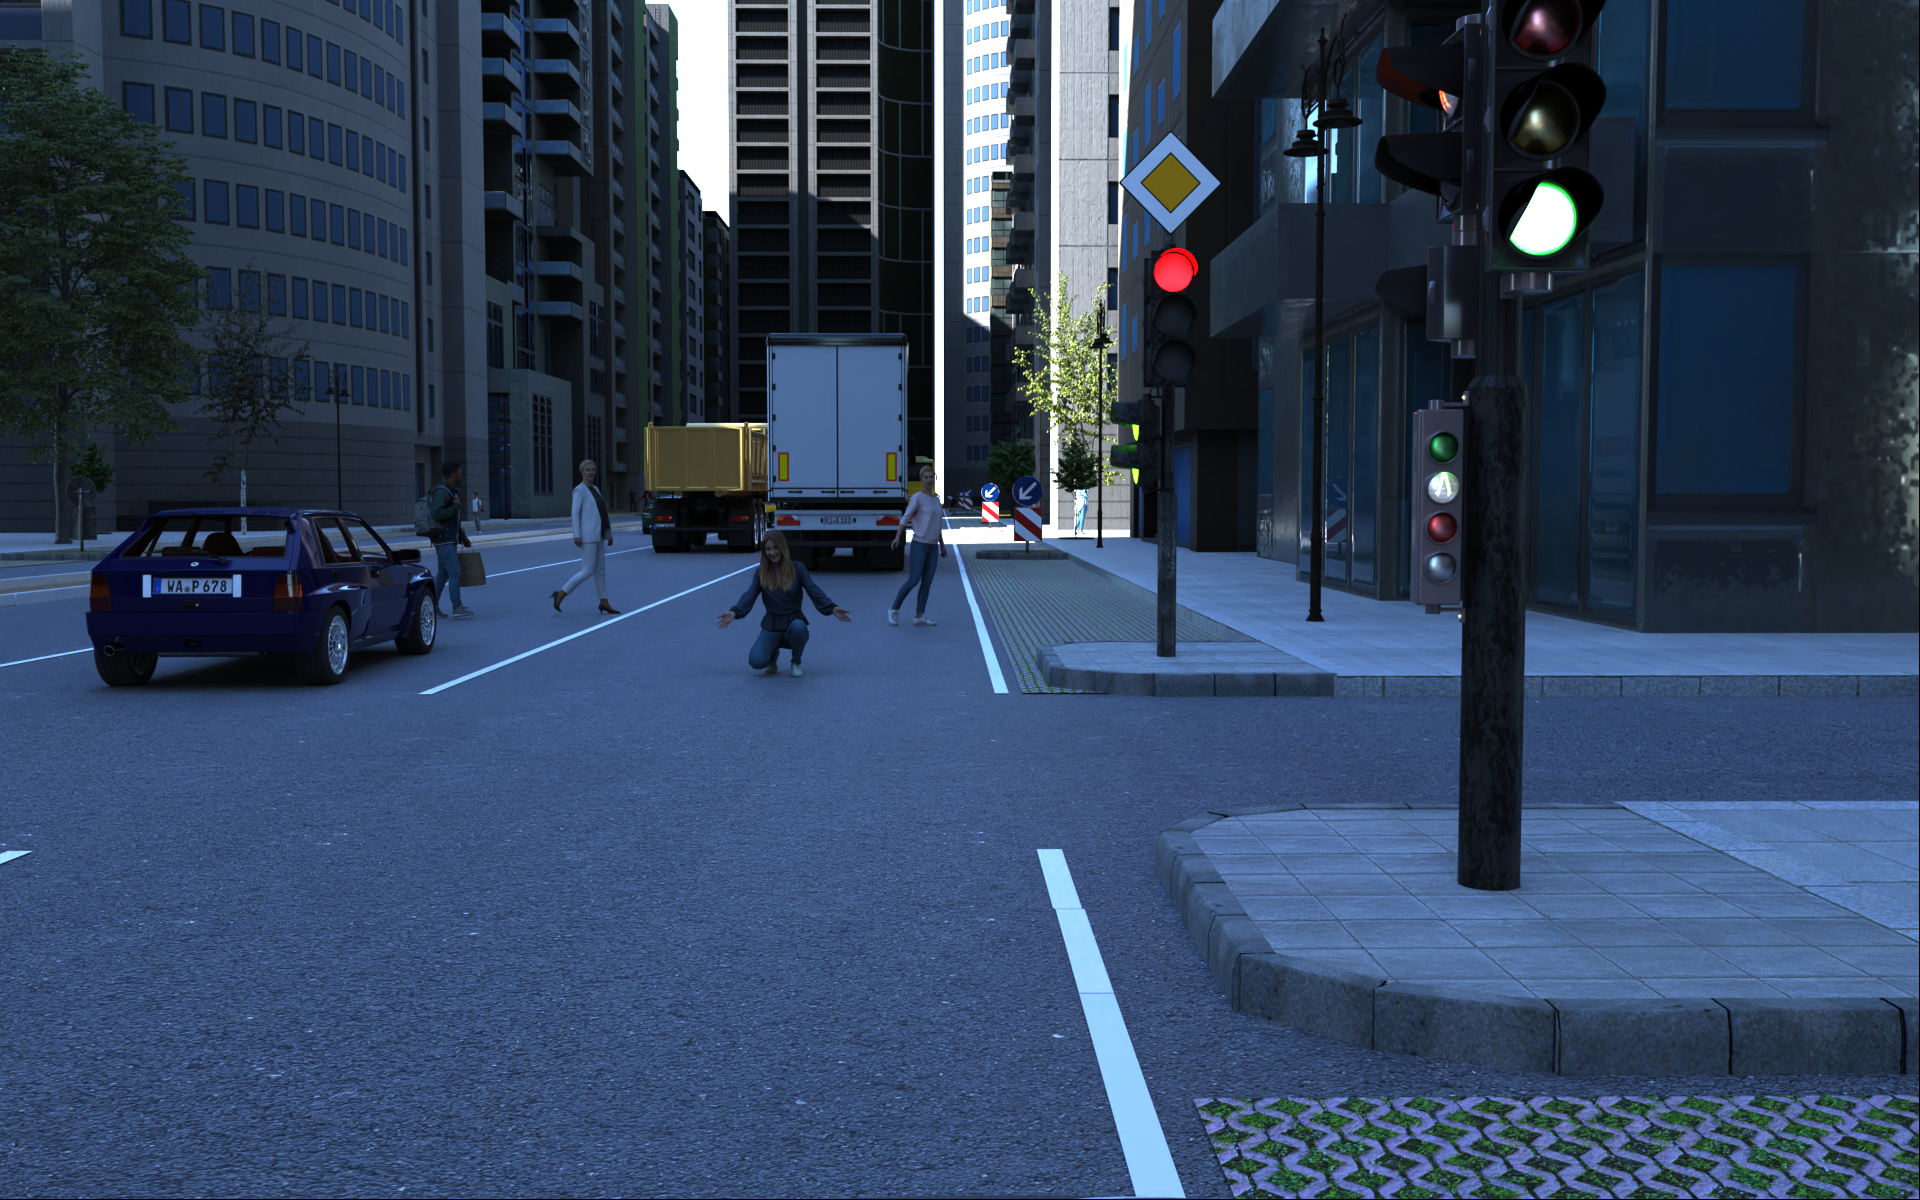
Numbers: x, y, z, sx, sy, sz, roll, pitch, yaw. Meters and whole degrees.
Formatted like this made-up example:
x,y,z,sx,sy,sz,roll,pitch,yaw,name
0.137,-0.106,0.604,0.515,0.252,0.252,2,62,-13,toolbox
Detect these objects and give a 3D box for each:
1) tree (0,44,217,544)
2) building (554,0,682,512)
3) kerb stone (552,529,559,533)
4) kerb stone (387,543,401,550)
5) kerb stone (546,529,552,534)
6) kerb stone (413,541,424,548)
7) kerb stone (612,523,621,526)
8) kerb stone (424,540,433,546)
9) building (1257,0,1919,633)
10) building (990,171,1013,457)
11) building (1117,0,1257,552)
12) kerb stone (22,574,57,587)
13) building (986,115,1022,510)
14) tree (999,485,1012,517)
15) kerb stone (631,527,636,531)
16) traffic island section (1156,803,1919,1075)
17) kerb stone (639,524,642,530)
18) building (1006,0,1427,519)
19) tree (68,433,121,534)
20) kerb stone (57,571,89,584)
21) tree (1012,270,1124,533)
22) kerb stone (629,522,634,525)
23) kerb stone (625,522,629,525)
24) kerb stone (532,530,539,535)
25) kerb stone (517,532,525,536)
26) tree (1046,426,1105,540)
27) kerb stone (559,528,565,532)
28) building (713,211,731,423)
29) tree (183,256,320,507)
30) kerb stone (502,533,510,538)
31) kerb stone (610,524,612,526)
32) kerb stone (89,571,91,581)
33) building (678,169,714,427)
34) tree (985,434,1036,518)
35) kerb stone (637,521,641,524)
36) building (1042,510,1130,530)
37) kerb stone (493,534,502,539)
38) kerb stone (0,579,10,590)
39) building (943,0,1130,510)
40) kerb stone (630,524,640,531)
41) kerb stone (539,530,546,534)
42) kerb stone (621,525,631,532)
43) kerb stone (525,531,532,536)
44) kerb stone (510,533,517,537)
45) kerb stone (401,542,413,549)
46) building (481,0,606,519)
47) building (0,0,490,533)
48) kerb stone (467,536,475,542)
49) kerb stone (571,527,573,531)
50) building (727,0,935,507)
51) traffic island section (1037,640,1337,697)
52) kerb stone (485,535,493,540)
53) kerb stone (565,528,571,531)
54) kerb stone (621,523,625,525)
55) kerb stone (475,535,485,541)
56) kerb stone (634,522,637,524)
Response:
x,y,z,sx,sy,sz,roll,pitch,yaw,name
-22.996,-7.741,44.697,7.486,12.596,7.792,0,3,0,tree
-30.662,-27.922,140.122,14.154,41.232,14.086,0,4,-1,building
-14.810,-2.478,62.771,0.120,0.150,1.000,0,4,-1,kerb stone
-14.580,-1.351,44.292,0.120,0.150,1.000,0,4,-1,kerb stone
-14.800,-2.415,61.743,0.120,0.150,1.000,0,4,-1,kerb stone
-14.607,-1.476,46.336,0.120,0.150,1.000,0,4,-1,kerb stone
-14.953,-3.230,75.080,0.120,0.150,1.000,0,4,-1,kerb stone
-14.626,-1.535,47.361,0.120,0.150,1.000,0,4,-1,kerb stone
18.915,-24.742,24.141,30.456,49.044,23.786,0,4,-1,building
9.679,-23.610,157.721,14.160,30.474,14.107,0,4,-1,building
11.695,-24.069,43.646,14.600,45.320,14.200,0,4,-1,building
-14.369,-0.285,26.860,0.120,0.150,1.000,0,4,-1,kerb stone
12.687,-42.871,139.187,20.563,71.187,20.611,0,4,-1,building
2.805,-6.367,98.698,1.663,3.219,1.824,0,3,0,tree
-12.749,-2.732,66.856,0.120,0.150,1.000,0,4,-1,kerb stone
1.752,1.013,5.717,2.009,0.180,2.903,0,4,-1,traffic island section
-12.775,-2.857,68.911,0.120,0.150,1.000,0,4,-1,kerb stone
14.437,-30.257,114.318,23.786,49.044,30.456,0,4,-1,building
-27.874,-3.730,55.592,1.663,3.219,1.824,0,3,0,tree
-14.379,-0.348,27.882,0.120,0.150,1.000,0,4,-1,kerb stone
3.807,-6.492,56.507,4.737,8.622,4.395,0,3,0,tree
-14.994,-3.422,78.148,0.120,0.150,1.000,0,4,-1,kerb stone
-14.984,-3.360,77.125,0.120,0.150,1.000,0,4,-1,kerb stone
-14.764,-2.293,59.693,0.120,0.150,1.000,0,4,-1,kerb stone
-14.747,-2.160,57.642,0.120,0.150,1.000,0,4,-1,kerb stone
3.182,-3.339,49.202,1.663,3.219,1.824,0,3,0,tree
-14.822,-2.544,63.797,0.120,0.150,1.000,0,4,-1,kerb stone
-30.900,-24.878,178.462,14.107,30.474,14.160,0,4,-1,building
-22.467,-6.361,54.368,4.360,8.622,3.978,0,3,0,tree
-14.710,-2.042,55.577,0.120,0.150,1.000,0,4,-1,kerb stone
-14.943,-3.106,73.032,0.120,0.150,1.000,0,4,-1,kerb stone
-14.385,-0.410,28.905,0.120,0.150,1.000,0,4,-1,kerb stone
-30.596,-23.539,156.571,14.107,30.474,14.160,0,4,-1,building
2.828,-6.740,93.920,4.285,4.588,4.351,0,3,0,tree
-15.022,-3.548,80.198,0.120,0.150,1.000,0,4,-1,kerb stone
13.782,-32.529,73.846,21.231,58.520,28.212,0,4,-1,building
-14.700,-1.971,54.552,0.120,0.150,1.000,0,4,-1,kerb stone
-14.355,-0.221,25.829,0.120,0.150,1.000,0,4,-1,kerb stone
12.356,-39.145,182.024,28.212,58.520,21.231,0,4,-1,building
-12.773,-2.795,67.889,0.120,0.150,1.000,0,4,-1,kerb stone
-14.783,-2.356,60.716,0.120,0.150,1.000,0,4,-1,kerb stone
-12.748,-2.669,65.826,0.120,0.150,1.000,0,4,-1,kerb stone
-14.751,-2.231,58.671,0.120,0.150,1.000,0,4,-1,kerb stone
-14.737,-2.105,56.615,0.120,0.150,1.000,0,4,-1,kerb stone
-14.594,-1.414,45.314,0.120,0.150,1.000,0,4,-1,kerb stone
-33.545,-48.286,102.141,22.319,86.520,31.000,0,4,-1,building
-33.477,-32.255,69.375,21.231,58.520,28.212,0,4,-1,building
-14.670,-1.785,51.465,0.120,0.150,1.000,0,4,-1,kerb stone
-14.846,-2.670,65.845,0.120,0.150,1.000,0,4,-1,kerb stone
-12.937,-45.436,181.137,20.611,71.187,20.563,0,4,-1,building
1.654,0.525,13.701,2.009,0.180,2.903,0,4,-1,traffic island section
-14.693,-1.915,53.517,0.120,0.150,1.000,0,4,-1,kerb stone
-14.827,-2.607,64.820,0.120,0.150,1.000,0,4,-1,kerb stone
-14.972,-3.294,76.102,0.120,0.150,1.000,0,4,-1,kerb stone
-14.679,-1.853,52.488,0.120,0.150,1.000,0,4,-1,kerb stone
-15.011,-3.485,79.175,0.120,0.150,1.000,0,4,-1,kerb stone
